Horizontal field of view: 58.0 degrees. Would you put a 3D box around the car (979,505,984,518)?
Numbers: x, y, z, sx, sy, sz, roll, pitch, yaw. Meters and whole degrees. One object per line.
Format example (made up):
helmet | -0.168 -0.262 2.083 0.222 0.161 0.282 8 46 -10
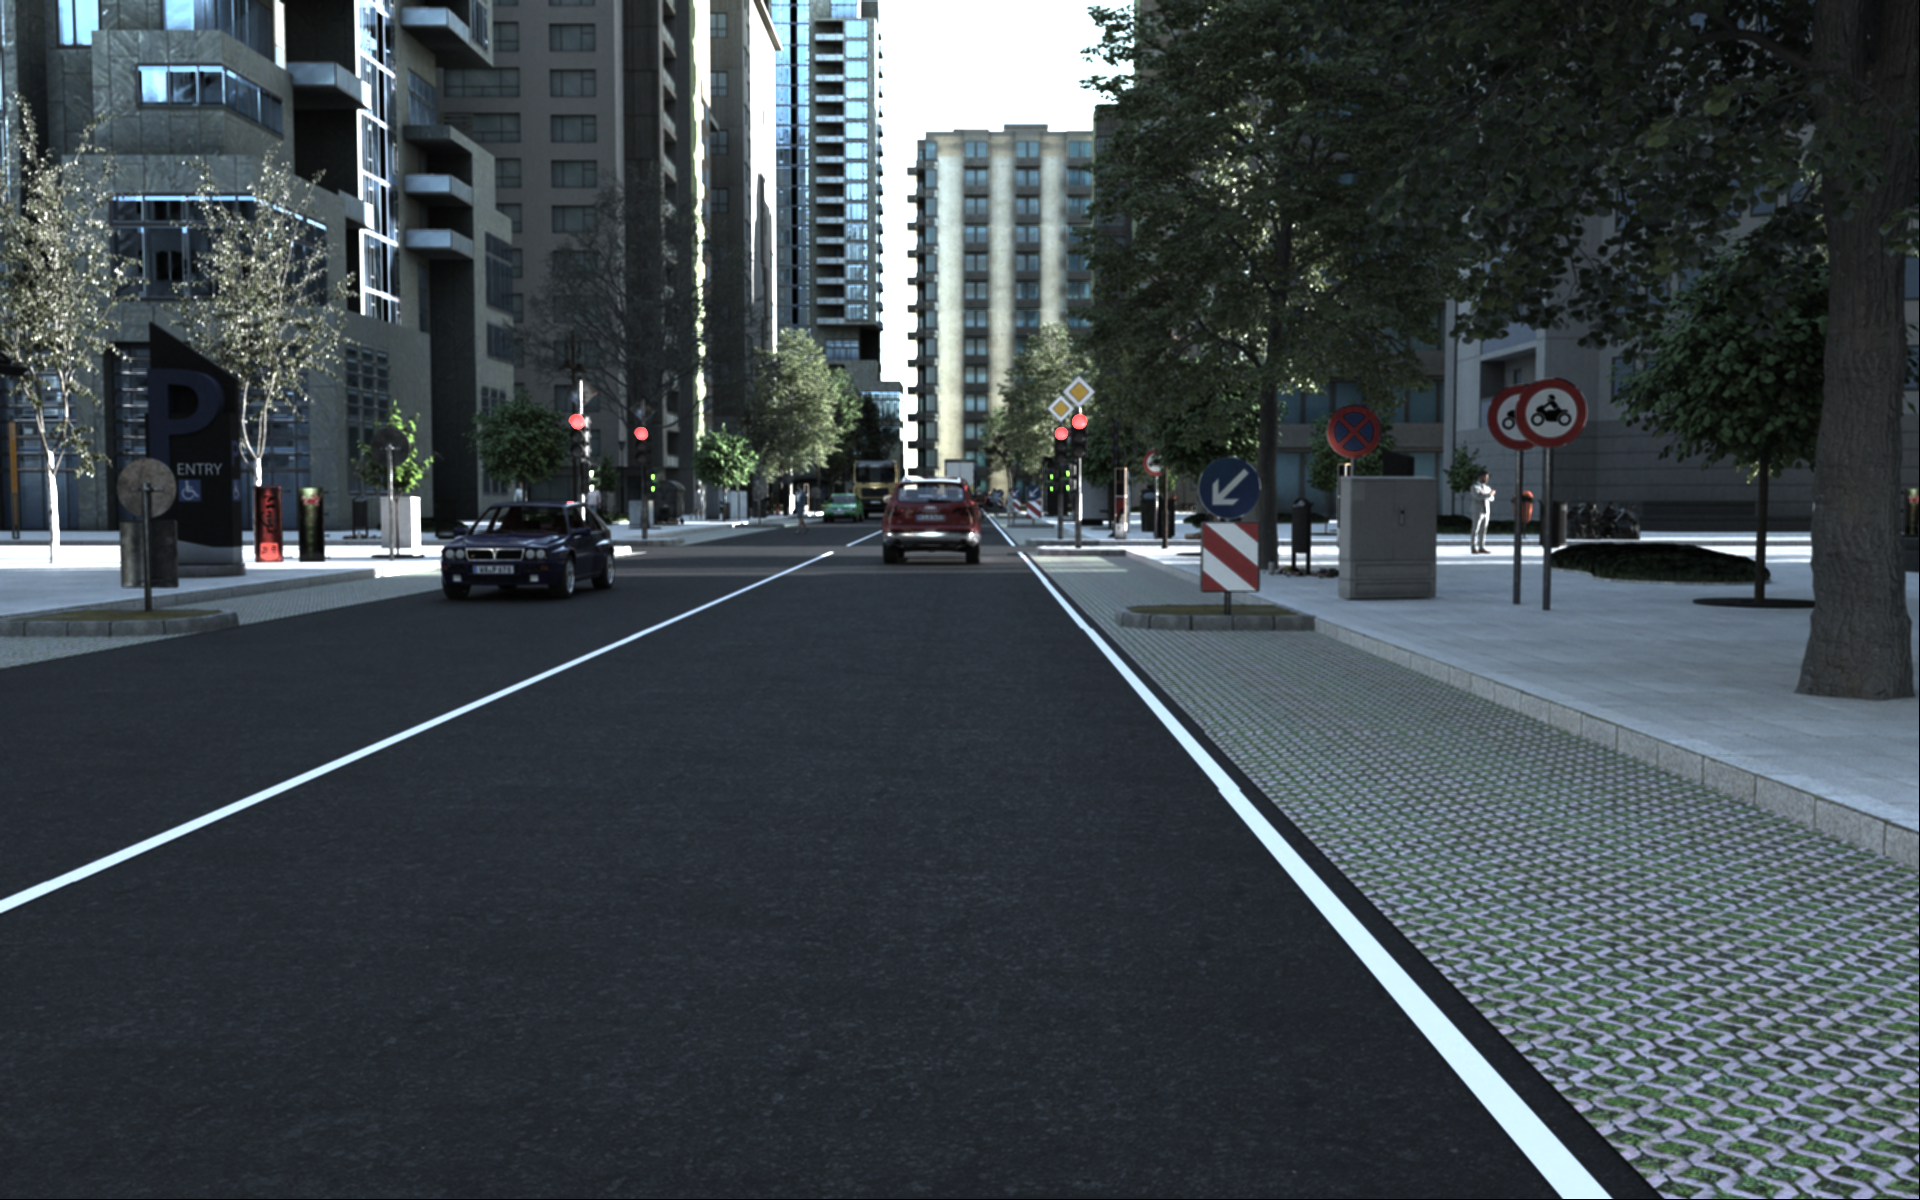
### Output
car | -0.124 -3.190 64.166 2.014 1.417 4.499 0 4 2

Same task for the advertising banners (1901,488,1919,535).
advertising banners | 22.341 -2.652 39.545 2.074 3.025 0.090 -1 4 -18

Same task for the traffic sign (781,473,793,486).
traffic sign | -10.506 -6.429 105.225 0.768 2.556 0.104 0 4 2

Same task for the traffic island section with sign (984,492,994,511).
traffic island section with sign | 3.365 -8.734 151.434 1.989 1.847 2.006 0 4 0

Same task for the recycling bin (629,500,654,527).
recycling bin | -12.651 -3.437 68.742 0.722 1.027 0.722 2 4 31

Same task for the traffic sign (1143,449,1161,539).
traffic sign | 5.561 -2.995 49.078 0.768 2.556 0.104 0 4 7

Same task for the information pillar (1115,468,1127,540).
information pillar | 4.514 -2.700 48.631 0.304 2.012 0.304 1 4 14

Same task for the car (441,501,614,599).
car | -6.176 -0.759 24.985 1.945 1.354 3.894 0 4 1

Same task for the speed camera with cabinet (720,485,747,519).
speed camera with cabinet | -12.100 -5.848 89.958 2.038 3.252 0.660 -2 4 -32

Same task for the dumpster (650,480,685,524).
dumpster | -12.490 -4.166 73.878 1.264 1.857 1.865 0 4 0

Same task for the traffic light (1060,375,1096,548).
traffic light | 2.790 -3.187 41.023 0.839 4.253 0.868 0 4 0

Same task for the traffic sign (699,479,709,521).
traffic sign | -12.243 -5.098 83.455 0.768 2.556 0.104 1 4 9

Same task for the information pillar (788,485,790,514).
information pillar | -11.039 -6.512 110.967 0.304 2.012 0.304 0 4 -4

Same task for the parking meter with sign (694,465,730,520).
parking meter with sign | -12.379 -5.527 86.625 1.738 3.016 0.543 0 4 1

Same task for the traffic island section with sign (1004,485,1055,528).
traffic island section with sign | 3.002 -3.981 73.720 1.989 1.847 2.006 0 4 0

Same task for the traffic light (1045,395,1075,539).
traffic light | 2.829 -3.675 49.008 0.839 4.253 0.868 0 4 0

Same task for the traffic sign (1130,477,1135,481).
traffic sign | 6.849 -4.336 71.001 0.768 2.556 0.104 0 4 8

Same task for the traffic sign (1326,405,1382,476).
traffic sign | 5.618 -1.509 24.772 0.768 2.556 0.104 0 4 7

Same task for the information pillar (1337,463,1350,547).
information pillar | 9.289 -2.274 41.675 0.304 2.012 0.304 -2 4 -25

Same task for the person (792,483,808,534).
person | -5.727 -3.309 62.621 0.654 1.822 0.581 -2 4 -31

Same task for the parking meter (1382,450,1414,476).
parking meter | 5.789 -1.049 22.863 0.399 1.863 0.255 2 4 33

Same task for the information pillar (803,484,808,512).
information pillar | -11.079 -7.338 124.462 0.304 2.012 0.304 -1 4 -22

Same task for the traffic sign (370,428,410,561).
traffic sign | -10.925 -2.026 33.223 0.768 2.556 0.104 0 4 2

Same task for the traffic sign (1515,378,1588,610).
traffic sign | 6.484 -1.160 19.072 0.768 2.556 0.104 1 4 10

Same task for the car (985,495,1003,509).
car | 3.294 -9.488 167.712 1.945 1.354 3.894 0 4 1

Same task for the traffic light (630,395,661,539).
traffic light | -8.932 -3.678 49.049 0.839 4.253 0.868 0 4 0

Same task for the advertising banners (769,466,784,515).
advertising banners | -11.274 -6.764 106.772 0.090 3.025 2.074 1 4 19

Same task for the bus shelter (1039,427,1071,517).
bus shelter | 5.783 -7.580 101.562 2.179 5.291 8.768 0 4 0

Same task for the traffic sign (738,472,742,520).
traffic sign | -10.788 -5.161 84.493 0.768 2.556 0.104 0 4 4

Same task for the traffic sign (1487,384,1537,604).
traffic sign | 6.497 -1.225 20.133 0.768 2.556 0.104 0 4 7

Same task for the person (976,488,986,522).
person | 0.985 -4.905 89.175 0.515 1.767 0.782 -1 4 -21

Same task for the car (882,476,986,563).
car | -0.572 -1.762 37.475 2.281 1.827 5.304 0 4 1

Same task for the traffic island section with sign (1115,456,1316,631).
traffic island section with sign | 2.734 -0.635 19.005 1.989 1.847 2.006 0 4 0

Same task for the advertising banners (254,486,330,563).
advertising banners | -12.910 -2.213 32.363 2.074 3.025 0.090 -2 4 -24

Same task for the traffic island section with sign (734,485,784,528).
traffic island section with sign | -8.527 -3.985 73.786 1.989 1.847 2.006 0 4 0

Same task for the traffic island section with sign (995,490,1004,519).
traffic island section with sign | 3.119 -5.651 101.016 1.989 1.847 2.006 0 4 0

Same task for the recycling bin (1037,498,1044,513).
recycling bin | 5.650 -6.439 117.836 0.722 1.027 0.722 1 4 20

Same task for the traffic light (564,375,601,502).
traffic light | -8.971 -3.189 41.064 0.839 4.253 0.868 0 4 0

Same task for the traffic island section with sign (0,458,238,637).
traffic island section with sign | -8.801 -0.588 18.234 1.989 1.847 2.006 0 4 0

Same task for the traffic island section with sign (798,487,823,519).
traffic island section with sign | -8.395 -5.652 101.039 1.989 1.847 2.006 0 4 0

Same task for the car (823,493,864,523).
car | -5.962 -4.887 88.699 1.959 1.807 4.718 0 4 2

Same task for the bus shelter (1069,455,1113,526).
bus shelter | 5.421 -4.528 67.964 2.014 3.302 5.546 0 4 0

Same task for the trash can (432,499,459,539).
trash can | -14.594 -2.295 49.178 0.748 1.137 0.748 0 3 0

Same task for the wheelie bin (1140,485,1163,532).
wheelie bin | 6.500 -3.125 58.995 0.693 1.594 0.980 -1 4 -13

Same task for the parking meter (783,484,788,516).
parking meter | -10.348 -5.931 102.685 0.255 1.863 0.399 -1 4 -8

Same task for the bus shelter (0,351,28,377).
bus shelter | -12.729 -1.537 19.060 2.014 3.302 5.546 0 4 0
